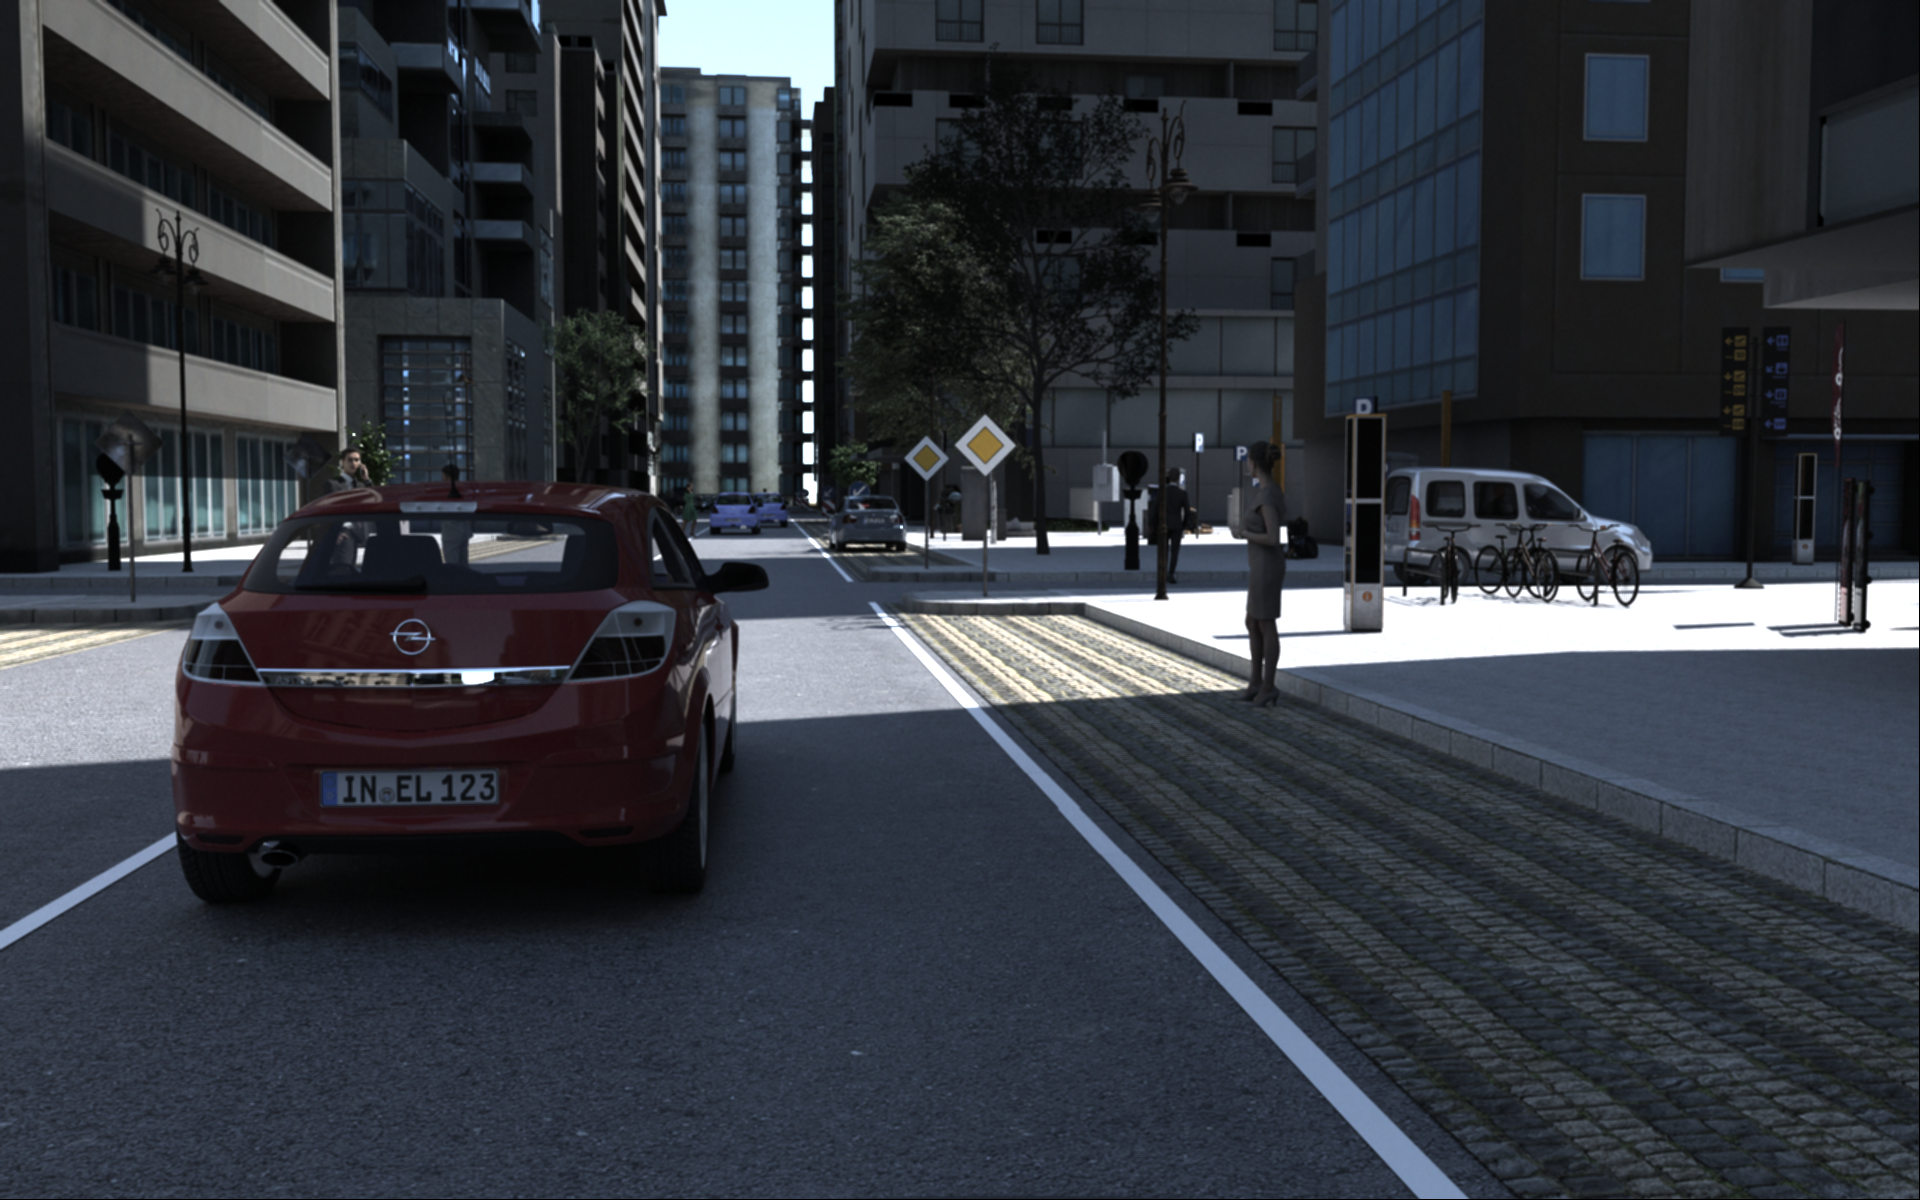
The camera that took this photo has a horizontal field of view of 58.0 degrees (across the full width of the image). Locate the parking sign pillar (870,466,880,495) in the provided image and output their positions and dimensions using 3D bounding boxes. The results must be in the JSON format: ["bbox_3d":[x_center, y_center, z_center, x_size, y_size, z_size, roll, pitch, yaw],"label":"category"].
[{"bbox_3d":[-5.103,-7.035,103.497,1.447,3.967,1.447,-1,4,-10],"label":"parking sign pillar"}]

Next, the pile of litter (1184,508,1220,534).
[{"bbox_3d":[7.601,-2.546,55.587,1.719,0.858,1.176,-1,4,-16],"label":"pile of litter"}]

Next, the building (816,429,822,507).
[{"bbox_3d":[-2.215,-52.081,164.197,22.319,86.520,31.000,0,4,-6],"label":"building"}]

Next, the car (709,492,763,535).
[{"bbox_3d":[-8.060,-3.222,62.277,1.945,1.707,3.694,0,4,-5],"label":"car"}]

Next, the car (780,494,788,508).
[{"bbox_3d":[-9.814,-4.904,88.969,1.959,1.807,4.718,0,4,-7],"label":"car"}]

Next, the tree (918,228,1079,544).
[{"bbox_3d":[0.893,-5.727,43.993,4.360,8.622,3.978,0,3,0],"label":"tree"}]

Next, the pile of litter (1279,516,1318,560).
[{"bbox_3d":[6.456,-1.249,34.380,1.719,0.858,1.176,-3,4,-38],"label":"pile of litter"}]

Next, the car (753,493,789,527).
[{"bbox_3d":[-8.414,-4.034,75.552,1.945,1.707,3.694,0,4,-8],"label":"car"}]

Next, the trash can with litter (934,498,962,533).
[{"bbox_3d":[-0.280,-2.761,56.536,1.055,1.170,0.624,-3,5,-41],"label":"trash can with litter"}]

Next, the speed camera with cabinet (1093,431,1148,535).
[{"bbox_3d":[5.202,-3.653,54.067,2.038,3.252,0.660,2,4,28],"label":"speed camera with cabinet"}]

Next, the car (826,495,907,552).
[{"bbox_3d":[-2.382,-1.967,44.159,2.014,1.417,4.499,0,4,-8],"label":"car"}]

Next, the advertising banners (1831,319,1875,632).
[{"bbox_3d":[8.666,-1.264,16.862,0.090,3.025,2.074,1,4,18],"label":"advertising banners"}]

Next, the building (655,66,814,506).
[{"bbox_3d":[-32.162,-35.313,196.975,30.456,49.044,23.786,0,4,-6],"label":"building"}]

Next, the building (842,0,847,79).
[{"bbox_3d":[-0.400,-28.298,112.786,14.600,45.320,14.200,0,4,-6],"label":"building"}]

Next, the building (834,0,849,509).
[{"bbox_3d":[-2.282,-27.171,127.841,14.154,41.232,14.086,0,4,-6],"label":"building"}]

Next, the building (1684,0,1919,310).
[{"bbox_3d":[11.798,-19.808,7.458,14.154,41.232,14.086,0,4,-6],"label":"building"}]

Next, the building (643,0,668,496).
[{"bbox_3d":[-41.741,-34.997,161.438,27.495,52.752,28.713,0,4,-6],"label":"building"}]

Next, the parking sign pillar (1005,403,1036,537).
[{"bbox_3d":[1.771,-3.871,51.769,1.447,3.967,1.447,-1,4,-21],"label":"parking sign pillar"}]

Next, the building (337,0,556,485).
[{"bbox_3d":[-27.885,-46.256,68.954,22.319,86.520,31.000,0,4,-6],"label":"building"}]

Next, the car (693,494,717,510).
[{"bbox_3d":[-20.047,-7.571,135.582,2.131,1.459,4.920,0,4,-7],"label":"car"}]

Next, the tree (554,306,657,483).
[{"bbox_3d":[-20.773,-10.342,94.849,9.928,11.665,9.643,0,3,0],"label":"tree"}]

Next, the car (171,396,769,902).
[{"bbox_3d":[-1.933,0.087,7.625,2.155,1.783,4.494,0,4,-5],"label":"car"}]

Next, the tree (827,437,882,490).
[{"bbox_3d":[-6.033,-7.117,100.077,4.285,4.588,4.351,0,3,0],"label":"tree"}]

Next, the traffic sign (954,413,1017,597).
[{"bbox_3d":[0.312,-1.100,21.622,0.795,2.450,0.064,0,4,-6],"label":"traffic sign"}]

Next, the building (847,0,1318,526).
[{"bbox_3d":[8.677,-30.118,81.668,28.713,52.752,27.495,0,4,-6],"label":"building"}]

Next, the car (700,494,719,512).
[{"bbox_3d":[-20.318,-7.944,141.680,2.131,1.459,4.920,0,4,-7],"label":"car"}]

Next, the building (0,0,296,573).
[{"bbox_3d":[-26.674,-25.205,35.801,21.300,48.544,21.600,0,4,-6],"label":"building"}]

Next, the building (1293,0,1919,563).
[{"bbox_3d":[16.473,-23.722,37.962,14.200,45.320,14.600,0,4,-6],"label":"building"}]

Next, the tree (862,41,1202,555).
[{"bbox_3d":[1.427,-6.246,36.531,7.601,10.594,8.767,0,4,-8],"label":"tree"}]

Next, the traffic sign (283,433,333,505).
[{"bbox_3d":[-10.706,-1.518,28.454,0.795,2.450,0.064,0,4,-6],"label":"traffic sign"}]

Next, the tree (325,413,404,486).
[{"bbox_3d":[-14.264,-2.878,41.655,1.663,3.219,1.824,0,3,0],"label":"tree"}]

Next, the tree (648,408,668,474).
[{"bbox_3d":[-26.484,-11.817,143.562,4.360,8.622,3.978,0,3,0],"label":"tree"}]

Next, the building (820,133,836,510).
[{"bbox_3d":[-4.461,-22.667,142.305,14.160,30.474,14.107,0,4,-6],"label":"building"}]

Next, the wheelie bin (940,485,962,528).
[{"bbox_3d":[-0.254,-3.077,58.212,0.693,1.594,0.980,-3,5,-42],"label":"wheelie bin"}]

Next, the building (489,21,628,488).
[{"bbox_3d":[-28.846,-20.658,109.468,14.160,30.474,14.107,0,4,-6],"label":"building"}]

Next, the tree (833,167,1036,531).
[{"bbox_3d":[-1.125,-8.727,60.811,7.486,12.596,7.792,0,3,0],"label":"tree"}]

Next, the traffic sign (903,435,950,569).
[{"bbox_3d":[-0.572,-1.585,29.558,0.795,2.450,0.064,0,4,-6],"label":"traffic sign"}]

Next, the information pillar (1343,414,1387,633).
[{"bbox_3d":[3.759,-0.710,16.099,0.304,2.012,0.304,0,4,-1],"label":"information pillar"}]

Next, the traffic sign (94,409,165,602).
[{"bbox_3d":[-9.822,-1.032,20.518,0.795,2.450,0.064,0,4,-6],"label":"traffic sign"}]

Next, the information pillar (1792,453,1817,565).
[{"bbox_3d":[15.250,-1.639,31.284,0.304,2.012,0.304,1,4,12],"label":"information pillar"}]

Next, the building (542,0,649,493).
[{"bbox_3d":[-34.526,-30.758,126.593,21.300,48.544,21.600,0,4,-6],"label":"building"}]
